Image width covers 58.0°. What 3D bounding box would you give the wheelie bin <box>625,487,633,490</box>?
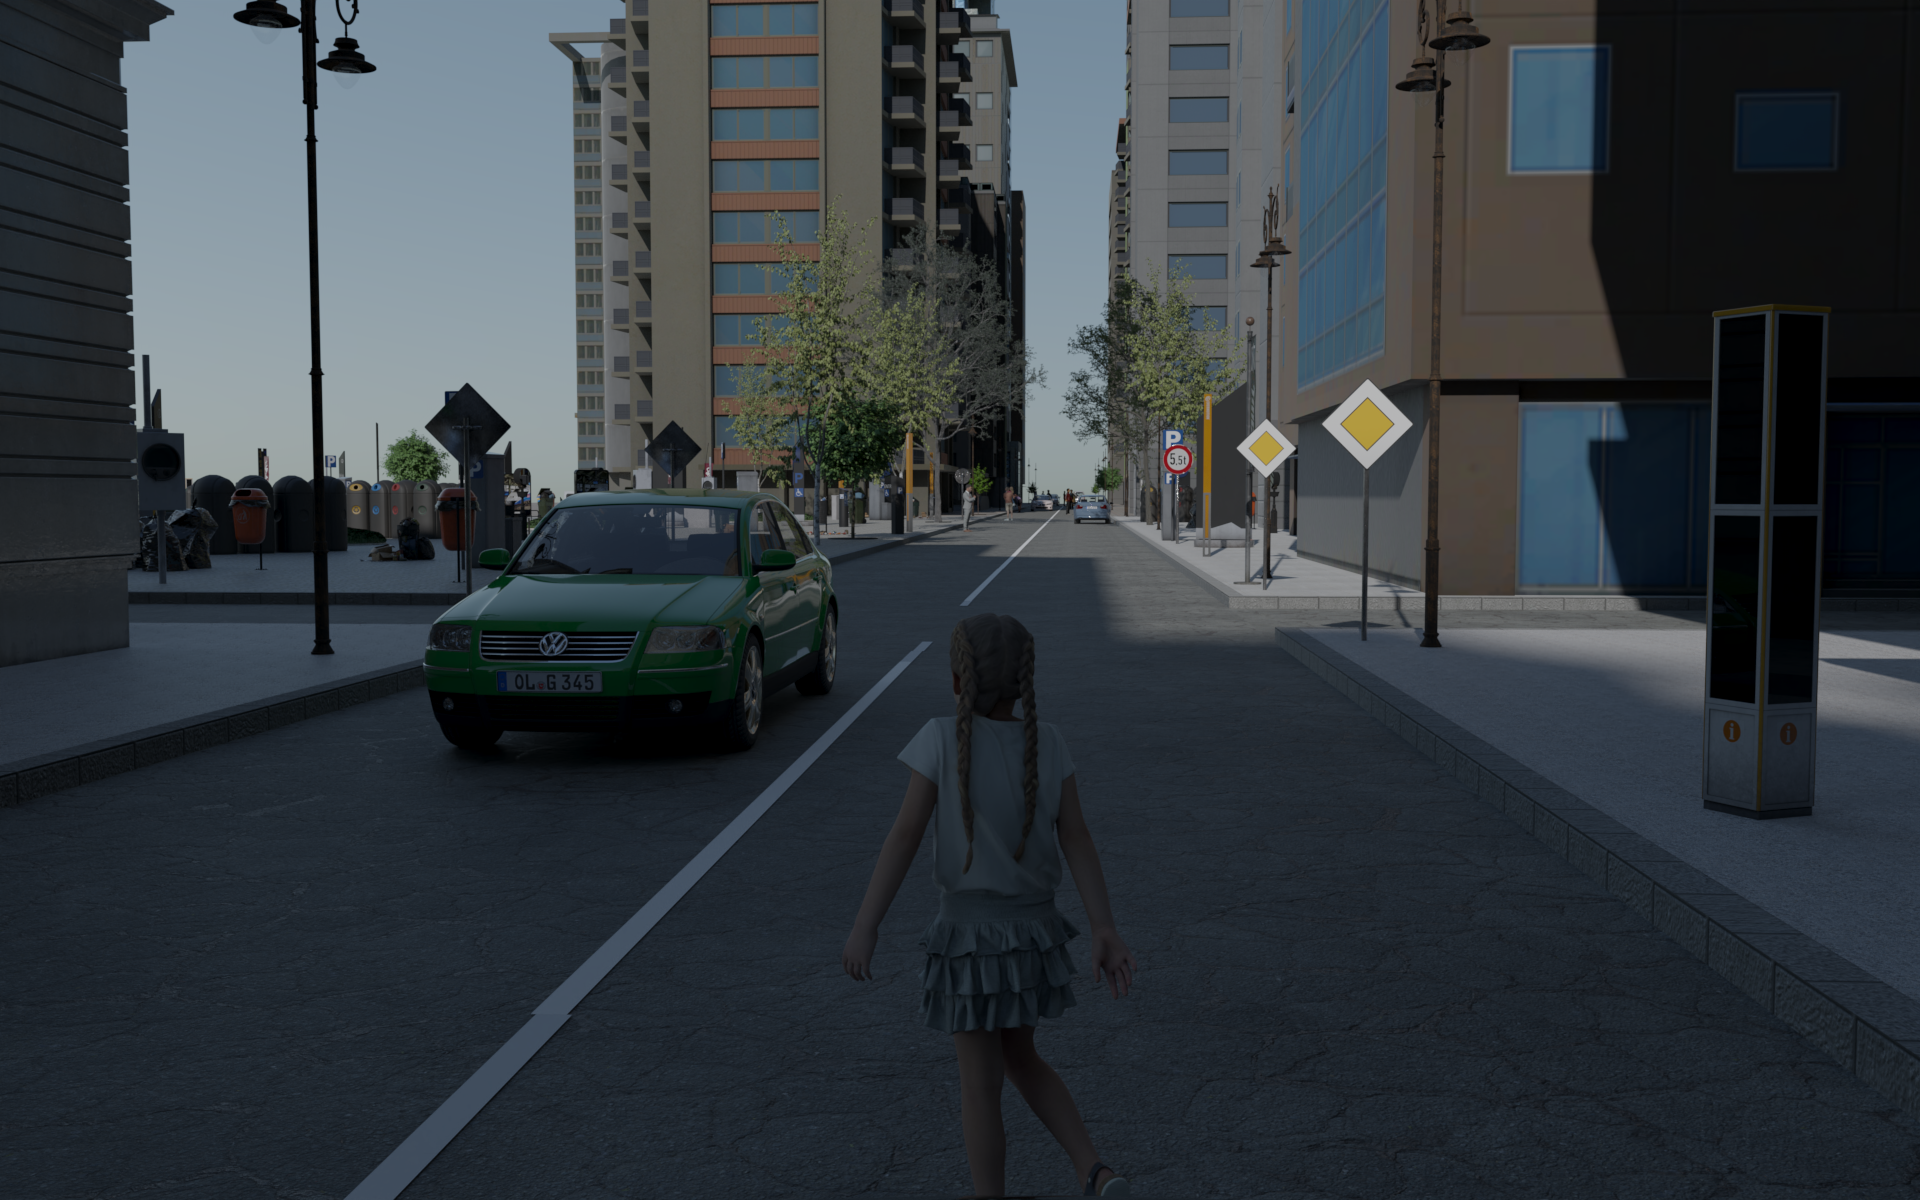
[{"bbox_3d":[-14.244,-4.133,75.479,0.980,1.594,0.693,-1,4,-21],"label":"wheelie bin"}]

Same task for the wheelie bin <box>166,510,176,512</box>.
[{"bbox_3d":[-22.233,-2.487,48.566,0.693,1.594,0.980,0,4,-3],"label":"wheelie bin"}]

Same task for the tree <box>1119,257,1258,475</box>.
[{"bbox_3d":[6.753,-6.319,53.685,4.737,8.622,4.395,0,3,0],"label":"tree"}]

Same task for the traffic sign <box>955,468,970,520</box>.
[{"bbox_3d":[0.126,-5.232,85.648,0.768,2.556,0.104,0,4,5],"label":"traffic sign"}]

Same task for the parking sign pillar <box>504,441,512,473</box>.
[{"bbox_3d":[-22.981,-6.052,87.414,1.447,3.967,1.447,0,4,1],"label":"parking sign pillar"}]

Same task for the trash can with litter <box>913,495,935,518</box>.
[{"bbox_3d":[-1.851,-4.922,91.526,2.233,1.210,1.678,-2,4,-25],"label":"trash can with litter"}]

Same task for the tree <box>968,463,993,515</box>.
[{"bbox_3d":[1.256,-6.887,107.198,1.663,3.219,1.824,0,3,0],"label":"tree"}]

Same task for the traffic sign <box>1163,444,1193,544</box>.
[{"bbox_3d":[5.590,-2.713,44.467,0.768,2.556,0.104,0,4,5],"label":"traffic sign"}]

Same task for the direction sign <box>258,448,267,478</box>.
[{"bbox_3d":[-34.416,-5.720,85.523,0.379,3.537,0.876,0,4,5],"label":"direction sign"}]

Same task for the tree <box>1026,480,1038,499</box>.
[{"bbox_3d":[9.970,-14.914,238.441,1.663,3.219,1.824,0,3,0],"label":"tree"}]

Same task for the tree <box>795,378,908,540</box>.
[{"bbox_3d":[-3.107,-4.006,49.220,4.285,4.588,4.351,0,3,0],"label":"tree"}]

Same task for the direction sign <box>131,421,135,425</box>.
[{"bbox_3d":[-24.034,-3.552,50.068,0.379,3.537,0.876,0,3,0],"label":"direction sign"}]

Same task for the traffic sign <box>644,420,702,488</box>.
[{"bbox_3d":[-3.910,-1.221,23.614,0.795,2.450,0.064,0,4,4],"label":"traffic sign"}]

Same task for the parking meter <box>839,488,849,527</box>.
[{"bbox_3d":[-4.517,-3.602,67.309,0.372,1.533,0.369,0,3,0],"label":"parking meter"}]

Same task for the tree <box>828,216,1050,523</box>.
[{"bbox_3d":[-1.127,-10.232,77.668,12.009,13.543,11.850,0,3,0],"label":"tree"}]

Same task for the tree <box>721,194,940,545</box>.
[{"bbox_3d":[-3.532,-5.691,43.411,4.737,8.622,4.395,0,3,0],"label":"tree"}]

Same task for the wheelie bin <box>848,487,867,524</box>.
[{"bbox_3d":[-4.437,-4.088,74.749,0.693,1.594,0.980,-3,5,-41],"label":"wheelie bin"}]

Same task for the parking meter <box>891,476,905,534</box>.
[{"bbox_3d":[-1.976,-3.027,55.202,0.399,1.863,0.255,-3,5,-42],"label":"parking meter"}]

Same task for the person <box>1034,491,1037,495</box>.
[{"bbox_3d":[8.519,-11.354,194.812,0.551,1.740,0.621,2,4,25],"label":"person"}]

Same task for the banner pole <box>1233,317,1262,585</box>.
[{"bbox_3d":[4.085,-2.098,24.320,0.401,3.779,0.863,0,4,2],"label":"banner pole"}]

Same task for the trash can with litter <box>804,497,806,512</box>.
[{"bbox_3d":[-8.759,-5.025,93.548,0.624,1.170,1.055,-3,4,-37],"label":"trash can with litter"}]

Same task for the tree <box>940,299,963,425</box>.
[{"bbox_3d":[-2.020,-6.779,61.205,4.737,8.622,4.395,0,3,0],"label":"tree"}]

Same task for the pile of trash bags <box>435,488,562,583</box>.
[{"bbox_3d":[-6.001,-0.979,25.755,3.447,1.369,1.912,-1,4,-17],"label":"pile of trash bags"}]

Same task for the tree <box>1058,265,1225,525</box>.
[{"bbox_3d":[7.499,-8.371,71.286,7.601,10.594,8.767,0,4,8],"label":"tree"}]

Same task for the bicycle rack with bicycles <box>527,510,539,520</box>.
[{"bbox_3d":[-19.053,-3.602,72.270,2.852,0.926,2.925,1,4,22],"label":"bicycle rack with bicycles"}]

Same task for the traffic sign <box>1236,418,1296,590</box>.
[{"bbox_3d":[4.065,-1.188,23.063,0.795,2.450,0.064,0,4,4],"label":"traffic sign"}]

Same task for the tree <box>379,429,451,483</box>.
[{"bbox_3d":[-26.807,-6.187,84.866,4.285,4.588,4.351,0,3,0],"label":"tree"}]

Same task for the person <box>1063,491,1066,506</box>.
[{"bbox_3d":[12.589,-12.207,208.108,0.705,1.821,1.348,1,4,13],"label":"person"}]

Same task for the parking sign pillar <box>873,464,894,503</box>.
[{"bbox_3d":[-3.846,-6.027,87.014,1.447,3.967,1.447,3,4,36],"label":"parking sign pillar"}]

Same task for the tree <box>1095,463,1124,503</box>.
[{"bbox_3d":[15.617,-12.132,182.070,4.285,4.588,4.351,0,3,0],"label":"tree"}]

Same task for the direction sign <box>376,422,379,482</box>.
[{"bbox_3d":[-18.545,-3.865,55.194,0.379,3.537,0.876,-1,4,-16],"label":"direction sign"}]

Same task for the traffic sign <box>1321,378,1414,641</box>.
[{"bbox_3d":[3.533,-0.701,15.096,0.795,2.450,0.064,0,4,4],"label":"traffic sign"}]

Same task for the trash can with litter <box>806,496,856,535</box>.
[{"bbox_3d":[-4.054,-2.676,54.803,2.233,1.210,1.678,-3,5,-43],"label":"trash can with litter"}]

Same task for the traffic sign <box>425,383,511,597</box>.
[{"bbox_3d":[-4.442,-0.734,15.647,0.795,2.450,0.064,0,4,4],"label":"traffic sign"}]

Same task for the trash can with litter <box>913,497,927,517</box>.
[{"bbox_3d":[-2.267,-5.160,95.754,1.055,1.170,0.624,0,4,0],"label":"trash can with litter"}]

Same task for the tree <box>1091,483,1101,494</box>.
[{"bbox_3d":[20.013,-15.853,253.804,1.663,3.219,1.824,0,3,0],"label":"tree"}]

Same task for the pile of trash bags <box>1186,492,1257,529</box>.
[{"bbox_3d":[9.913,-3.339,64.338,1.912,1.369,3.447,-2,4,-26],"label":"pile of trash bags"}]

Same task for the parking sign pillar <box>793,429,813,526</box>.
[{"bbox_3d":[-6.476,-4.967,69.683,1.447,3.967,1.447,0,4,-5],"label":"parking sign pillar"}]

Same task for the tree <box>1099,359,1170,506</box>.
[{"bbox_3d":[9.377,-8.608,91.100,4.360,8.622,3.978,0,3,0],"label":"tree"}]

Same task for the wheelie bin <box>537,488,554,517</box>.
[{"bbox_3d":[-21.415,-4.998,89.626,0.693,1.594,0.980,2,4,35],"label":"wheelie bin"}]

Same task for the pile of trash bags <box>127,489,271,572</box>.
[{"bbox_3d":[-13.244,-1.201,29.386,3.447,1.369,1.912,1,4,14],"label":"pile of trash bags"}]

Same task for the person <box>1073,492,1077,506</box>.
[{"bbox_3d":[13.272,-11.812,202.349,1.217,1.736,0.721,-3,4,-38],"label":"person"}]
